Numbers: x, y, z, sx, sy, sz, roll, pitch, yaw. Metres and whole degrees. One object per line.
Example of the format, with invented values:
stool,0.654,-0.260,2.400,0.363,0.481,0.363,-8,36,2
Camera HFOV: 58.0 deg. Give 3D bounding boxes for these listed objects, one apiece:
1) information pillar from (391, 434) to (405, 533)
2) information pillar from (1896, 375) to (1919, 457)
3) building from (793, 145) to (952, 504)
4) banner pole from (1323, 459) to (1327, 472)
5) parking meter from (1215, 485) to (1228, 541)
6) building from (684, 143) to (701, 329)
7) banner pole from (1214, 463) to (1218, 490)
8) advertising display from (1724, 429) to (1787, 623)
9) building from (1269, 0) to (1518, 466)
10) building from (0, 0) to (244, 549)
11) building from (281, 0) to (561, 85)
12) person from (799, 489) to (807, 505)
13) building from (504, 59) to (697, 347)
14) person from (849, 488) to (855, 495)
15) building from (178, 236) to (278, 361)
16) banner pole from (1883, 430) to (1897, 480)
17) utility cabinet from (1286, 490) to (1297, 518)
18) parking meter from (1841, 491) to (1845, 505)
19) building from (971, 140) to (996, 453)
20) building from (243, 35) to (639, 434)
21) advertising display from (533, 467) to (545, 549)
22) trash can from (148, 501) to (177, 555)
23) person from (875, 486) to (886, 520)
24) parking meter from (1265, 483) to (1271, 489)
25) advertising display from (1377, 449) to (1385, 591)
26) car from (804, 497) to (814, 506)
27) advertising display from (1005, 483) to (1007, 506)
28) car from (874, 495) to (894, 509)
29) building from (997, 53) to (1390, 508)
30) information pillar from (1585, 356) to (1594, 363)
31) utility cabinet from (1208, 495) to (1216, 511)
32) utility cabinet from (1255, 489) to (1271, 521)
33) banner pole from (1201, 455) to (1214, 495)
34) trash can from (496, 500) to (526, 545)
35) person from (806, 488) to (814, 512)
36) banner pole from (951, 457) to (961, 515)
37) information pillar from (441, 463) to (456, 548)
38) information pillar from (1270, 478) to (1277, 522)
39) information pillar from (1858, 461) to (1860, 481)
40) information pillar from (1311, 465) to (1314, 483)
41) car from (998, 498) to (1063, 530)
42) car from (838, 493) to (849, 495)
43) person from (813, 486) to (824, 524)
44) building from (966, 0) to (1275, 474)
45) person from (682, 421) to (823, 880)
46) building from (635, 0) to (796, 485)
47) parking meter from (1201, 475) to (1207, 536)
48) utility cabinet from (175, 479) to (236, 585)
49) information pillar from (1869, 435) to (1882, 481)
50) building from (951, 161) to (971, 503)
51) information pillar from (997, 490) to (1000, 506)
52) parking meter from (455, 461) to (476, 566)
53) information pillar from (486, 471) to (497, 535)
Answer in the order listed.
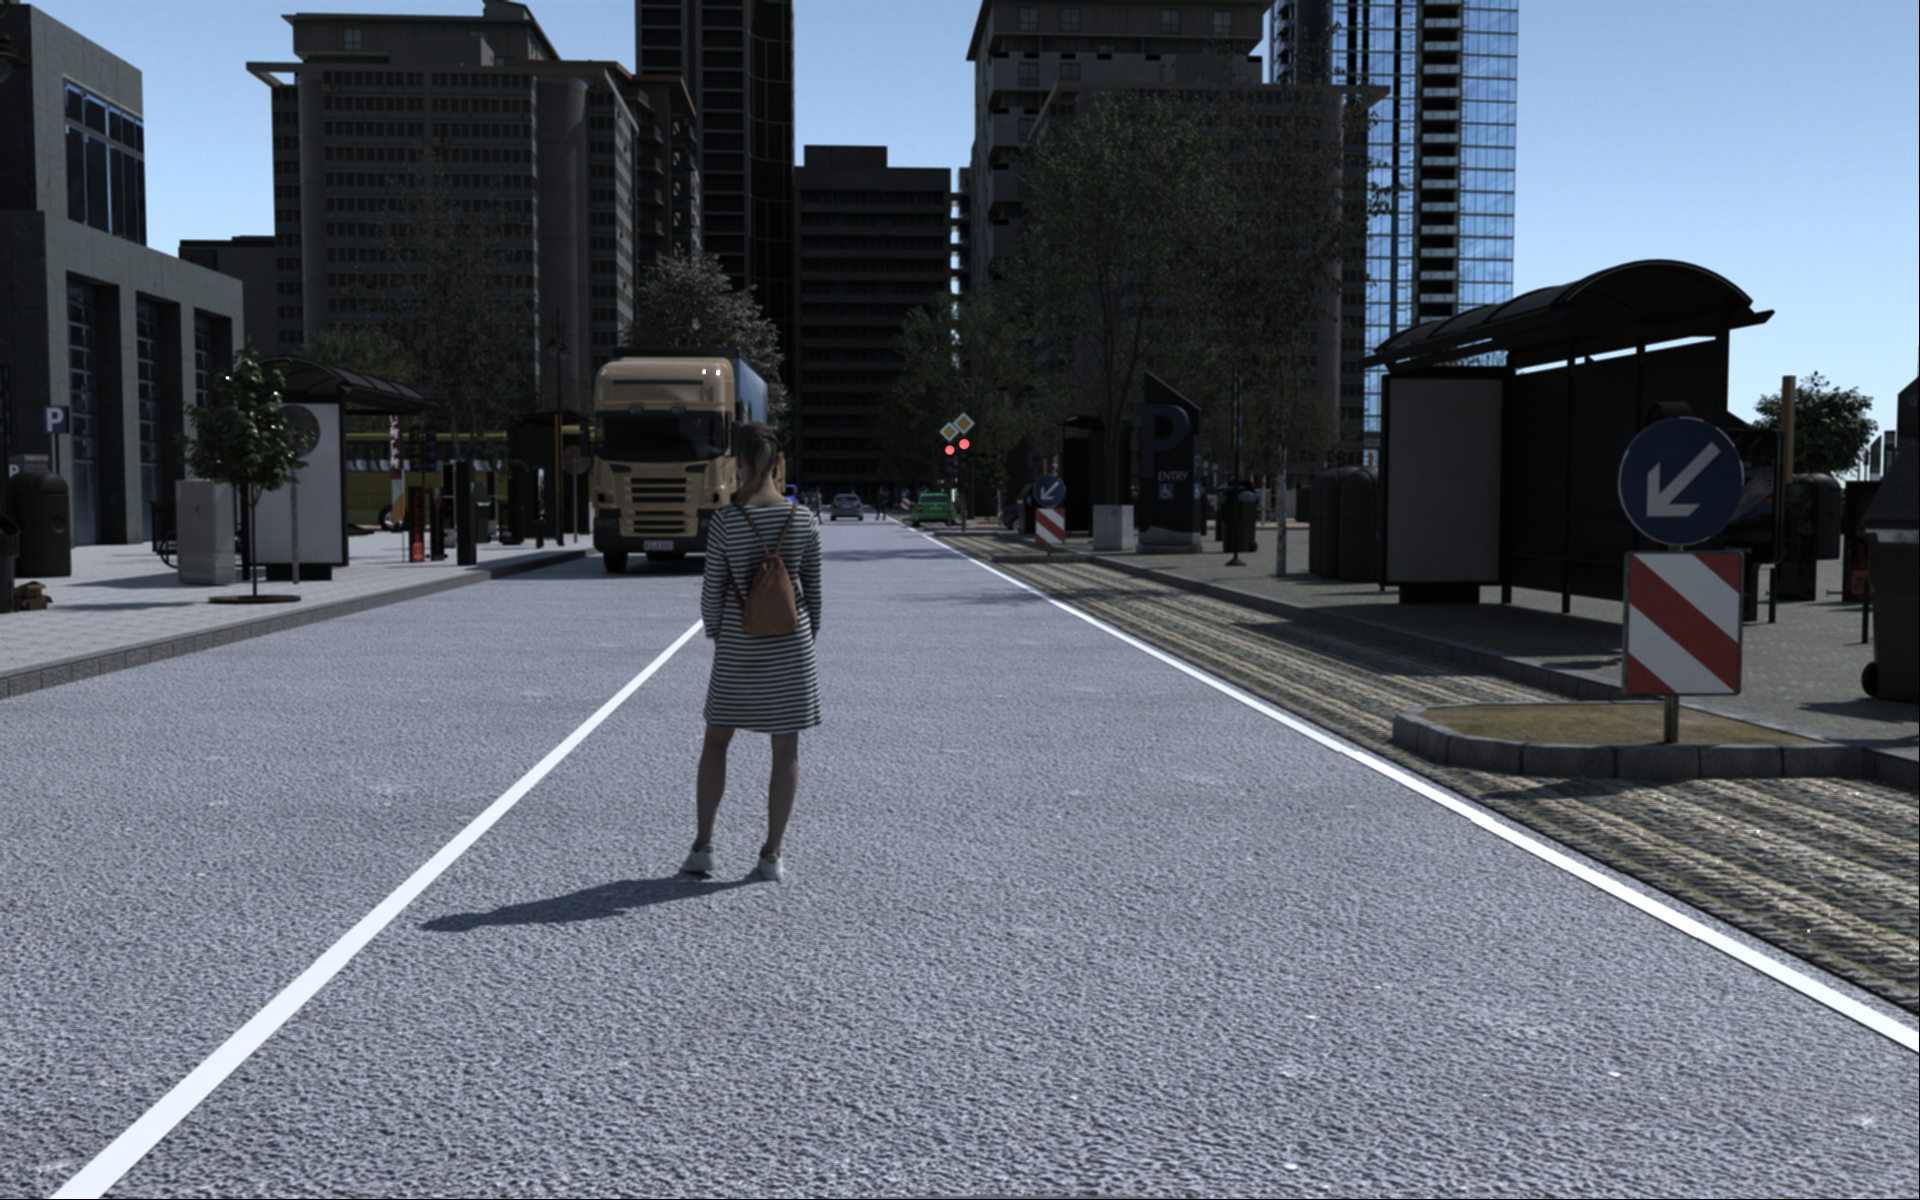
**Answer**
information pillar,-18.560,-4.023,57.133,0.504,3.616,0.183,2,4,28
information pillar,18.310,-2.571,33.383,0.183,3.616,0.504,-3,4,-37
building,-12.422,-37.931,243.877,21.600,48.544,21.300,0,4,-4
banner pole,23.396,-7.335,109.947,0.863,3.779,0.401,-2,4,-25
parking meter,7.148,-2.369,47.140,0.372,1.533,0.369,0,3,0
building,-37.401,-31.661,201.259,14.086,41.232,14.154,0,4,-4
banner pole,17.853,-8.080,122.126,0.863,3.779,0.401,-1,4,-22
advertising display,7.947,-0.758,17.602,0.123,1.923,0.974,-1,4,-21
building,50.444,-54.370,201.613,31.000,86.520,22.319,0,4,-4
building,-36.356,-44.357,37.909,31.000,86.520,22.319,0,4,-4
building,-58.321,-36.884,192.288,27.495,52.752,28.713,0,4,-4
person,-13.327,-8.475,147.044,1.348,1.826,0.705,3,4,36
building,-38.707,-32.002,177.860,22.147,44.769,28.867,0,4,-4
person,-7.330,-6.734,118.560,0.622,1.834,0.822,2,4,27
building,-79.539,-26.099,198.424,14.107,30.474,14.160,0,4,-4
banner pole,32.301,-4.280,59.993,0.401,3.779,0.863,-1,4,-19
utility cabinet,17.652,-5.090,91.894,1.173,1.500,0.318,1,4,12
parking meter,52.191,-5.734,102.161,0.372,1.533,0.369,0,3,0
building,8.203,-31.771,203.054,14.154,41.232,14.086,0,4,-4
building,-41.734,-28.102,151.354,32.217,40.220,23.993,0,4,-4
advertising display,-9.967,-2.191,41.044,0.123,1.923,0.974,0,4,-6
trash can,-16.787,-1.531,36.693,0.748,1.137,0.748,0,3,0
person,-4.359,-5.302,94.966,0.659,1.850,0.755,-3,4,-39
parking meter,15.820,-5.086,88.870,0.255,1.863,0.399,-2,4,-35
advertising display,5.995,-1.078,22.835,0.974,1.923,0.123,0,4,-4
car,-17.913,-12.188,208.870,1.945,1.707,3.694,0,4,-4
advertising display,2.540,-4.700,82.061,0.974,1.923,0.123,3,4,37
car,-7.242,-9.297,164.589,1.945,1.354,3.894,0,4,-2
building,19.592,-28.458,157.176,32.217,40.220,23.993,0,4,-4
information pillar,10.591,-2.291,28.810,0.504,3.616,0.183,2,4,32
utility cabinet,14.141,-5.384,99.188,1.020,1.237,0.306,1,4,15
utility cabinet,14.301,-4.485,82.007,1.173,1.500,0.318,2,4,29
banner pole,15.707,-7.439,111.641,0.863,3.779,0.401,-2,4,-29
trash can,-11.295,-1.954,43.594,0.748,1.137,0.748,0,3,0
person,-10.439,-6.844,120.197,0.655,1.846,0.447,-1,4,-12
banner pole,-0.169,-6.977,104.096,0.863,3.779,0.401,1,4,19
information pillar,-12.144,-2.241,41.129,0.304,2.012,0.304,-1,4,-17
information pillar,14.442,-4.581,79.395,0.304,2.012,0.304,-3,5,-43
information pillar,62.597,-7.908,120.657,0.183,3.616,0.504,2,4,35
information pillar,28.380,-9.061,139.502,0.183,3.616,0.504,0,4,-2
car,3.355,-3.045,62.373,3.894,1.354,1.945,0,4,-3
car,-13.030,-11.253,193.581,1.945,1.707,3.694,0,4,-3
person,-6.816,-4.511,82.347,0.778,1.811,0.616,2,4,26
building,15.923,-36.281,182.424,28.713,52.752,27.495,0,4,-4
person,-0.751,0.185,6.478,0.512,1.701,0.522,-2,4,-23
building,-33.374,-49.050,240.218,20.611,71.187,20.563,0,4,-4
parking meter,7.383,-2.914,53.355,0.399,1.863,0.255,-1,4,-22
utility cabinet,-10.697,-0.969,24.518,1.173,1.500,0.318,3,5,42
information pillar,36.554,-4.760,69.184,0.504,3.616,0.183,-1,4,-19
building,13.505,-38.350,246.630,30.456,49.044,23.786,0,4,-4
information pillar,2.680,-7.348,124.634,0.304,2.012,0.304,-3,5,-39
parking meter,-8.878,-1.555,31.131,0.255,1.863,0.399,0,4,1
information pillar,-14.658,-3.038,54.168,0.304,2.012,0.304,-1,4,-11
